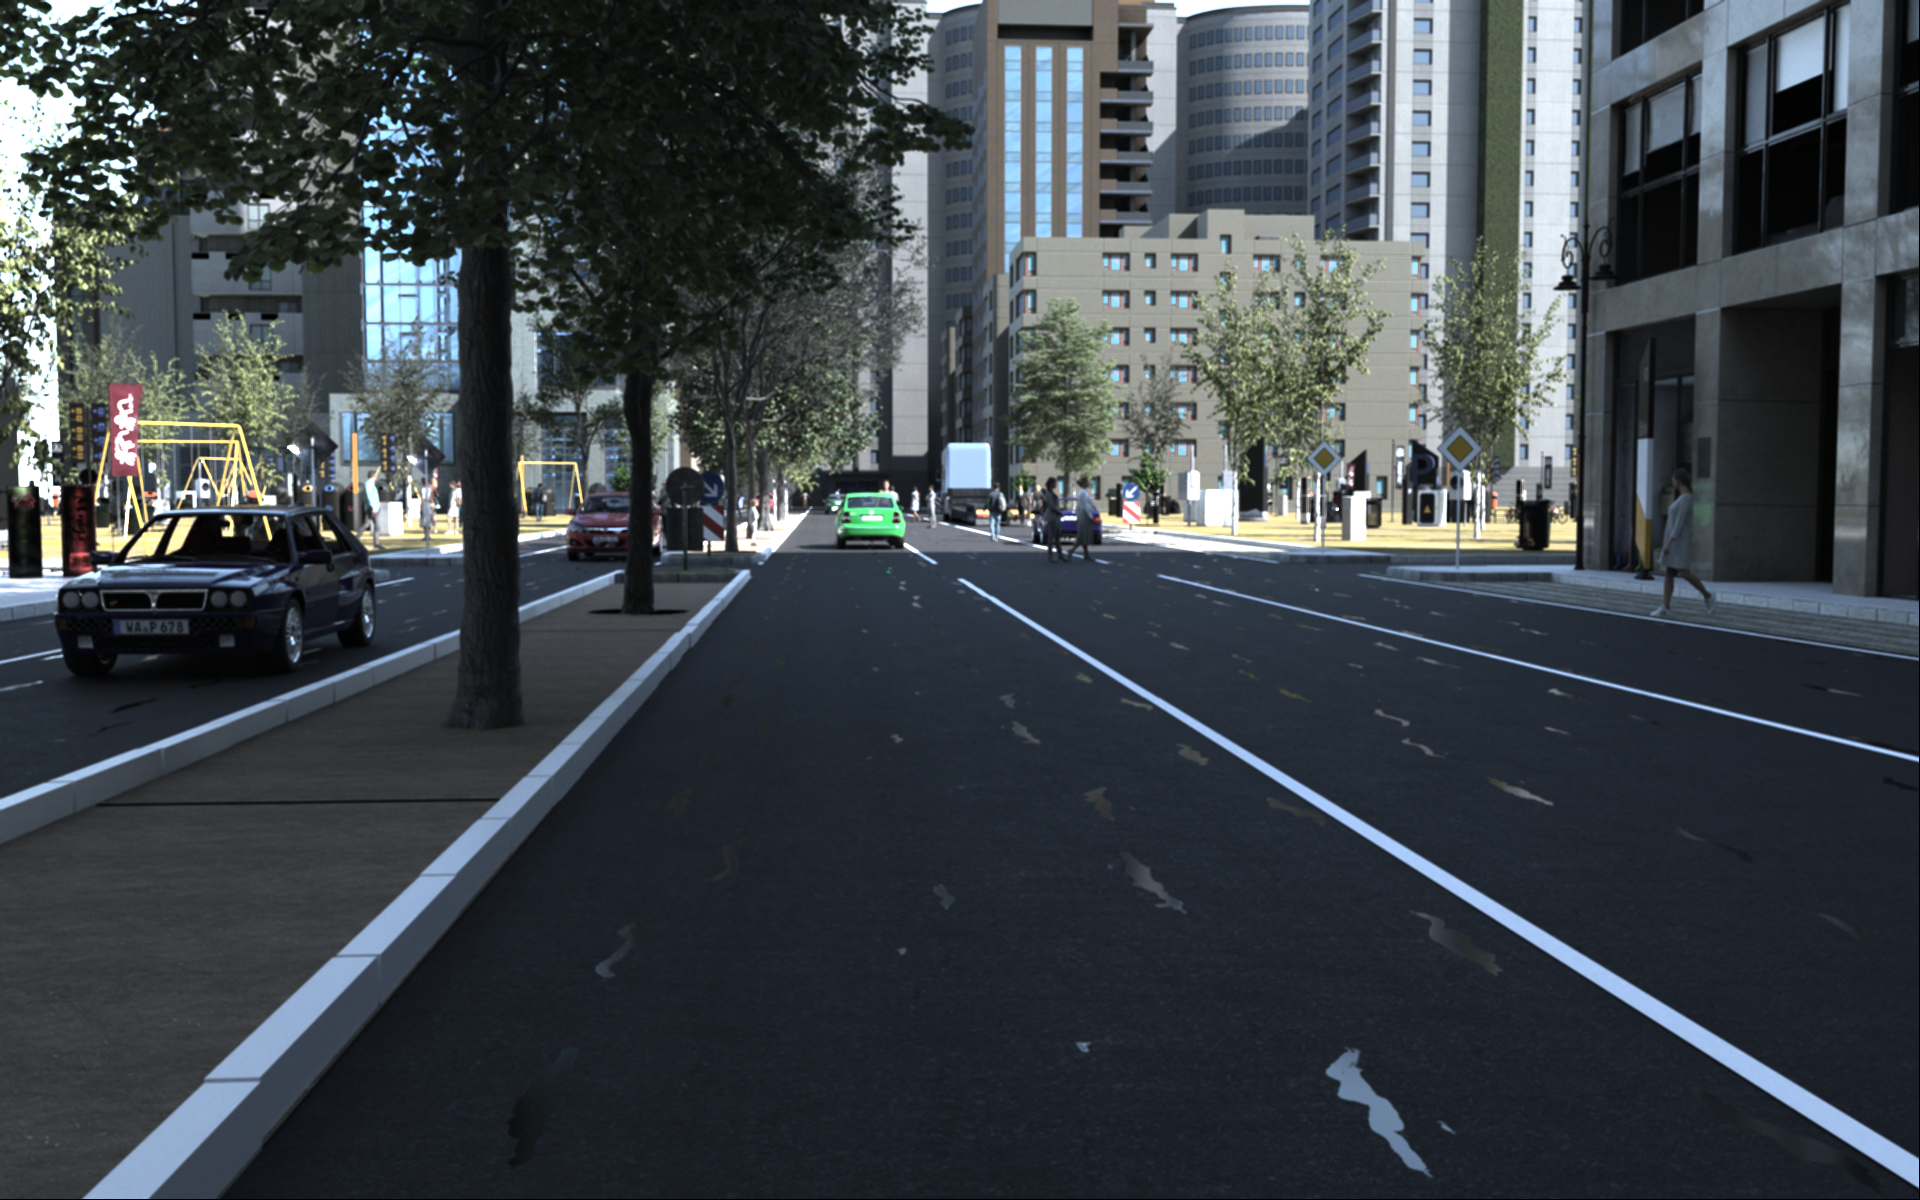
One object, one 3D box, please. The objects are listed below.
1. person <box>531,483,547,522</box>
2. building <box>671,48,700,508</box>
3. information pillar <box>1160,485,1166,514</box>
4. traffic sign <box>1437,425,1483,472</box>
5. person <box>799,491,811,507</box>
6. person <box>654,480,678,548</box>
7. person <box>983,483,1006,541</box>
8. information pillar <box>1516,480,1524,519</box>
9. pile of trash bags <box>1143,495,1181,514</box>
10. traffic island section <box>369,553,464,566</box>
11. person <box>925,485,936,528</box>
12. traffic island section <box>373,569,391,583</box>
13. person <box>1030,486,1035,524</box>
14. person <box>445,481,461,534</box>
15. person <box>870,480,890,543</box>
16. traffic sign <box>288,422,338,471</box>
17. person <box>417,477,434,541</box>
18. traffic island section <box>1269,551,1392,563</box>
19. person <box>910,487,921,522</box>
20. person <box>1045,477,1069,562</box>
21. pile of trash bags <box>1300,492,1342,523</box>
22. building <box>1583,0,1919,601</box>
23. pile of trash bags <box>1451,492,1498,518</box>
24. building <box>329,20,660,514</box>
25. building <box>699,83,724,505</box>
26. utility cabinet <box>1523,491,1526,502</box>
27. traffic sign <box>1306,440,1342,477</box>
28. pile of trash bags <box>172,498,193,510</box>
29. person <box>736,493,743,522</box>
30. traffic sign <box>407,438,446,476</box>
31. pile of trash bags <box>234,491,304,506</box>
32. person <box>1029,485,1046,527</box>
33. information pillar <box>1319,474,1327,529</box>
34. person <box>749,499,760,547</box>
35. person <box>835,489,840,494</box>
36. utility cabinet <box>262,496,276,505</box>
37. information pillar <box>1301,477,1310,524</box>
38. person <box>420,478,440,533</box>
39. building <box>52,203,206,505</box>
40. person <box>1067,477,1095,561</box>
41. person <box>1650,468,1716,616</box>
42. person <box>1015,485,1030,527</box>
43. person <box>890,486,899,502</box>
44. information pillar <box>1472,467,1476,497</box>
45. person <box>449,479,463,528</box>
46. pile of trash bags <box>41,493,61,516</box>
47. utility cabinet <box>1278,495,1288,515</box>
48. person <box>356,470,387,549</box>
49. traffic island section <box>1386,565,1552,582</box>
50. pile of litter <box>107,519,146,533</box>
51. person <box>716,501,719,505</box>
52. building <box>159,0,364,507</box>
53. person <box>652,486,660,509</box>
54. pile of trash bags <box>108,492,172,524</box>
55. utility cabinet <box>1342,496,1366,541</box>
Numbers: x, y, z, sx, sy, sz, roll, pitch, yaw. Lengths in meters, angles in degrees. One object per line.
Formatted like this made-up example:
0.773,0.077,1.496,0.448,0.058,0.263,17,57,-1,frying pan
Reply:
-19.673,-4.567,81.062,0.623,1.781,0.721,-3,5,-41,person
-29.500,-30.428,147.607,14.600,45.320,14.200,0,4,-4,building
12.913,-6.477,110.387,0.304,2.012,0.304,2,4,24,information pillar
8.497,-1.665,29.418,0.795,2.593,0.064,0,4,-4,traffic sign
-16.712,-10.883,186.444,1.348,1.824,0.705,-1,4,-22,person
-7.857,-2.294,46.186,0.661,1.801,0.590,2,4,32,person
1.080,-2.692,52.859,0.623,1.781,0.721,-2,4,-27,person
29.050,-5.225,89.920,0.304,2.012,0.304,3,4,36,information pillar
13.688,-6.266,112.193,3.447,1.369,1.912,-1,4,-20,pile of trash bags
-11.091,-0.838,35.977,2.009,0.180,2.903,0,4,-4,traffic island section
-1.279,-3.956,73.367,0.466,1.800,0.511,-3,5,-41,person
-10.463,-0.351,28.016,2.009,0.180,2.903,0,4,-4,traffic island section
3.410,-4.330,79.393,0.616,1.811,0.778,-2,4,-26,person
-16.149,-2.947,55.225,0.522,1.701,0.512,0,4,-7,person
-2.263,-2.584,50.662,0.836,1.842,0.656,0,4,2,person
-10.440,-1.576,27.951,0.795,2.593,0.064,0,4,-4,traffic sign
-14.711,-2.498,47.447,0.524,1.755,0.480,1,4,9,person
7.892,-0.929,37.463,2.009,0.180,2.903,0,4,-4,traffic island section
-2.231,-4.875,88.294,0.616,1.811,0.778,-3,5,-42,person
2.057,-1.689,36.388,0.573,1.790,0.520,0,4,-6,person
16.443,-4.206,78.523,1.912,1.369,3.447,-1,4,-20,pile of trash bags
21.531,-12.730,12.644,19.350,26.468,34.151,0,4,-4,building
28.057,-5.239,95.411,1.912,1.369,3.447,-3,5,-41,pile of trash bags
-31.199,-49.583,123.361,22.319,86.520,31.000,0,4,-4,building
-35.177,-33.708,174.823,21.600,48.544,21.300,0,4,-4,building
33.474,-5.791,103.356,0.318,1.500,1.173,2,4,32,utility cabinet
7.870,-2.152,37.379,0.795,2.593,0.064,0,4,-4,traffic sign
-49.318,-5.959,107.181,3.447,1.369,1.912,0,4,0,pile of trash bags
-11.598,-4.968,90.001,0.520,1.790,0.573,-2,4,-35,person
-11.068,-2.062,35.911,0.795,2.593,0.064,0,4,-4,traffic sign
-19.204,-2.336,47.948,1.912,1.369,3.447,-3,4,-36,pile of trash bags
3.685,-3.954,73.366,1.509,1.804,0.699,1,4,14,person
13.395,-3.649,64.149,0.304,2.012,0.304,0,4,4,information pillar
-5.544,-2.075,46.713,0.394,1.301,0.425,-3,5,-43,person
-9.498,-7.822,136.259,0.599,1.838,0.709,1,4,18,person
-25.902,-3.244,64.194,1.020,1.237,0.306,-1,4,-15,utility cabinet
14.788,-4.259,74.121,0.304,2.012,0.304,2,4,33,information pillar
-17.621,-3.161,57.703,0.573,1.828,0.580,1,4,23,person
-81.756,-24.732,176.076,14.107,30.474,14.160,0,4,-4,building
2.599,-1.740,37.181,0.641,1.798,0.478,0,4,7,person
8.477,-0.676,20.301,0.760,1.731,0.466,-1,4,-12,person
2.717,-4.163,76.340,0.659,1.850,0.755,1,4,15,person
-3.196,-4.398,80.607,0.606,1.804,0.583,-2,4,-24,person
32.206,-7.165,108.503,0.183,3.616,0.504,0,4,-1,information pillar
-18.569,-3.564,64.293,0.794,1.824,0.713,-1,4,-15,person
-54.146,-5.736,103.534,1.912,1.369,3.447,-2,4,-25,pile of trash bags
19.400,-5.687,104.141,0.306,1.237,1.020,-1,4,-8,utility cabinet
-13.701,-2.094,40.149,0.748,1.841,0.638,0,4,1,person
8.520,-0.442,29.503,2.009,0.180,2.903,0,4,-4,traffic island section
-27.762,-2.713,58.315,1.719,0.858,1.176,-2,4,-24,pile of litter
-23.137,-9.717,165.855,0.756,1.711,0.436,-2,4,-26,person
-59.385,-35.486,169.428,27.495,52.752,28.713,0,4,-4,building
-13.571,-4.147,76.486,0.473,1.802,0.592,-3,5,-40,person
-36.526,-4.005,75.238,1.912,1.369,3.447,2,4,28,pile of trash bags
10.941,-2.258,48.085,0.306,1.237,1.020,3,4,36,utility cabinet
